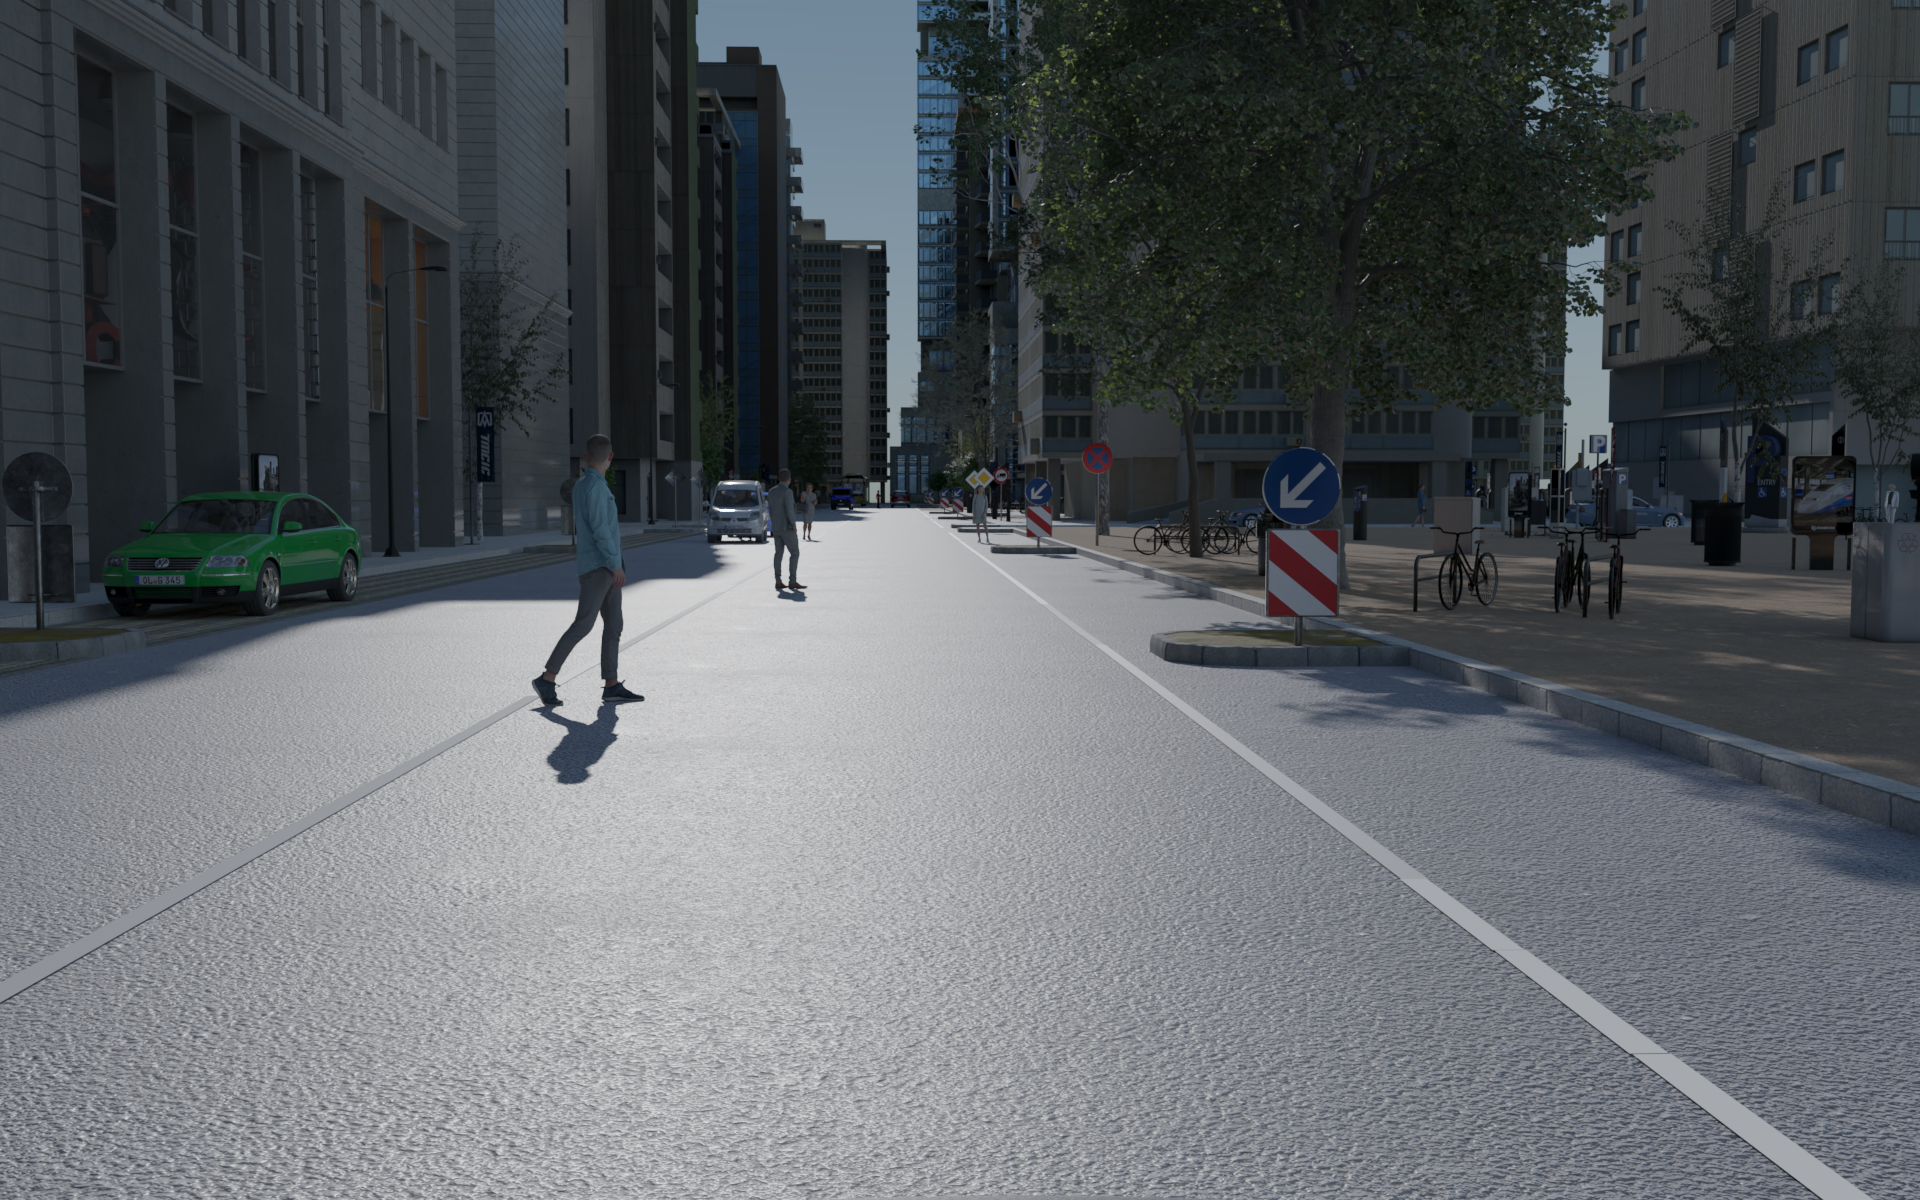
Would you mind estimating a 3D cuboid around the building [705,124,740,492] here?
[{"bbox_3d":[-24.971,-22.236,135.268,14.160,30.474,14.107,0,4,-2],"label":"building"}]

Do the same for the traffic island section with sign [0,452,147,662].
[{"bbox_3d":[-8.551,-0.426,15.592,1.989,1.847,2.006,0,4,-2],"label":"traffic island section with sign"}]

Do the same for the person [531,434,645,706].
[{"bbox_3d":[-2.553,-0.215,11.882,0.748,1.841,0.638,0,4,-7],"label":"person"}]

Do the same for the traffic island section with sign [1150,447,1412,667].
[{"bbox_3d":[2.736,-0.409,15.320,1.989,1.847,2.006,0,4,-2],"label":"traffic island section with sign"}]

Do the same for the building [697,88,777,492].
[{"bbox_3d":[-33.415,-28.549,158.662,32.217,40.220,23.993,0,4,-2],"label":"building"}]

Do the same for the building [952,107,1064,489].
[{"bbox_3d":[10.312,-33.040,194.820,22.147,44.769,28.867,0,4,-2],"label":"building"}]

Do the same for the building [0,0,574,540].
[{"bbox_3d":[-28.761,-17.070,56.579,29.804,29.767,11.434,0,4,-2],"label":"building"}]

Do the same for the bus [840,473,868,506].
[{"bbox_3d":[-12.368,-13.017,204.370,2.896,3.916,12.252,0,4,-1],"label":"bus"}]

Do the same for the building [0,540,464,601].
[{"bbox_3d":[-17.076,-15.256,26.920,11.434,29.767,29.804,0,4,-2],"label":"building"}]

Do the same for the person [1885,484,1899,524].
[{"bbox_3d":[38.882,-3.909,72.289,0.514,1.842,0.818,2,4,28],"label":"person"}]

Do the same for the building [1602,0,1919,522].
[{"bbox_3d":[51.497,-30.556,88.837,27.495,52.752,28.713,0,4,-2],"label":"building"}]

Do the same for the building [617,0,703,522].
[{"bbox_3d":[-19.840,-18.858,80.034,14.160,30.474,14.107,0,4,-2],"label":"building"}]

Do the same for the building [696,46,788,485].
[{"bbox_3d":[-25.148,-32.279,177.878,14.600,45.320,14.200,0,4,-2],"label":"building"}]

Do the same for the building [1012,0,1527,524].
[{"bbox_3d":[15.225,-24.257,88.486,23.993,40.220,32.217,0,4,-2],"label":"building"}]

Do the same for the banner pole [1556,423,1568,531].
[{"bbox_3d":[21.139,-4.335,60.900,0.401,3.779,0.863,-1,4,-9],"label":"banner pole"}]

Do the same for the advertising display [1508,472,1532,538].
[{"bbox_3d":[16.388,-2.783,50.711,0.123,1.923,0.974,-1,4,-18],"label":"advertising display"}]

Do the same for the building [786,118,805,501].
[{"bbox_3d":[-34.364,-36.074,209.424,30.456,49.044,23.786,0,4,-2],"label":"building"}]

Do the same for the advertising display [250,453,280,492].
[{"bbox_3d":[-10.939,-1.352,27.318,0.123,1.923,0.974,0,4,-3],"label":"advertising display"}]

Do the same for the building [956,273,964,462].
[{"bbox_3d":[6.395,-27.210,216.576,14.160,30.474,14.107,0,4,-2],"label":"building"}]

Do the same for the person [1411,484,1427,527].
[{"bbox_3d":[18.405,-3.718,69.318,0.654,1.822,0.581,1,4,14],"label":"person"}]

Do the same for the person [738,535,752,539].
[{"bbox_3d":[-6.791,-2.842,54.883,0.656,1.842,0.836,-2,4,-26],"label":"person"}]

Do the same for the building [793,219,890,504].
[{"bbox_3d":[-22.010,-33.985,247.541,23.993,40.220,32.217,0,4,-2],"label":"building"}]

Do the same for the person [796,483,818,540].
[{"bbox_3d":[-4.813,-2.784,54.380,0.716,1.782,0.532,-2,4,-23],"label":"person"}]

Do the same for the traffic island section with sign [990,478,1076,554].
[{"bbox_3d":[1.756,-2.057,42.258,1.989,1.847,2.006,0,4,-2],"label":"traffic island section with sign"}]

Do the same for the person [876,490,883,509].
[{"bbox_3d":[-7.921,-9.803,168.718,0.705,1.831,1.348,-2,4,-31],"label":"person"}]

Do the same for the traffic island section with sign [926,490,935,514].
[{"bbox_3d":[-1.245,-7.137,125.323,1.989,1.847,2.006,0,4,-2],"label":"traffic island section with sign"}]

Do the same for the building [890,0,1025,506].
[{"bbox_3d":[5.645,-56.854,242.239,31.000,86.520,22.319,0,4,-2],"label":"building"}]

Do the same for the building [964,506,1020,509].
[{"bbox_3d":[11.550,-52.001,162.879,22.319,86.520,31.000,0,4,-2],"label":"building"}]

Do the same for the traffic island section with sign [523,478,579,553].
[{"bbox_3d":[-9.529,-2.073,42.529,1.989,1.847,2.006,0,4,-2],"label":"traffic island section with sign"}]

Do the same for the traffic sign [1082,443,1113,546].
[{"bbox_3d":[3.409,-2.622,42.973,0.768,2.556,0.104,0,4,3],"label":"traffic sign"}]

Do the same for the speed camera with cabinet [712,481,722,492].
[{"bbox_3d":[-16.334,-7.789,121.680,2.038,3.252,0.660,-2,4,-27],"label":"speed camera with cabinet"}]

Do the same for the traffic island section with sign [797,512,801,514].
[{"bbox_3d":[-12.520,-7.134,125.271,1.989,1.847,2.006,0,4,-2],"label":"traffic island section with sign"}]

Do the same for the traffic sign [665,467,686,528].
[{"bbox_3d":[-10.636,-3.739,64.776,0.795,2.450,0.064,0,4,-2],"label":"traffic sign"}]

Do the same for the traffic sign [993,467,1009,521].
[{"bbox_3d":[1.972,-5.056,82.776,0.768,2.556,0.104,0,4,3],"label":"traffic sign"}]

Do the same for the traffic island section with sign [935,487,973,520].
[{"bbox_3d":[-0.257,-5.467,98.019,1.989,1.847,2.006,0,4,-2],"label":"traffic island section with sign"}]

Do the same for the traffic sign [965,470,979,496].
[{"bbox_3d":[0.613,-4.251,73.151,0.795,2.450,0.064,0,4,-2],"label":"traffic sign"}]

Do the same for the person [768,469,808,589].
[{"bbox_3d":[-2.660,-1.079,26.243,0.635,1.810,0.391,3,4,39],"label":"person"}]

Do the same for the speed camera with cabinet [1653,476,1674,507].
[{"bbox_3d":[36.690,-5.870,90.308,0.660,3.252,2.038,3,4,37],"label":"speed camera with cabinet"}]

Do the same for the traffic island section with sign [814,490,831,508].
[{"bbox_3d":[-14.301,-10.146,174.521,1.989,1.847,2.006,0,4,-2],"label":"traffic island section with sign"}]

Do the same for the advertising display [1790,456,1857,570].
[{"bbox_3d":[14.535,-1.466,29.178,0.974,1.923,0.123,1,4,17],"label":"advertising display"}]

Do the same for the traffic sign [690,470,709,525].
[{"bbox_3d":[-10.925,-4.227,72.756,0.795,2.450,0.064,0,4,-2],"label":"traffic sign"}]

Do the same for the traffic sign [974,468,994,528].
[{"bbox_3d":[0.902,-3.763,65.171,0.795,2.450,0.064,0,4,-2],"label":"traffic sign"}]

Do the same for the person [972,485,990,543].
[{"bbox_3d":[0.613,-2.546,51.134,0.512,1.701,0.522,0,4,-2],"label":"person"}]

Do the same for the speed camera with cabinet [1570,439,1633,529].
[{"bbox_3d":[23.222,-4.177,62.632,2.038,3.252,0.660,1,4,17],"label":"speed camera with cabinet"}]

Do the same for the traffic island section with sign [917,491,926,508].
[{"bbox_3d":[-3.089,-10.233,175.943,1.989,1.847,2.006,0,4,-2],"label":"traffic island section with sign"}]
